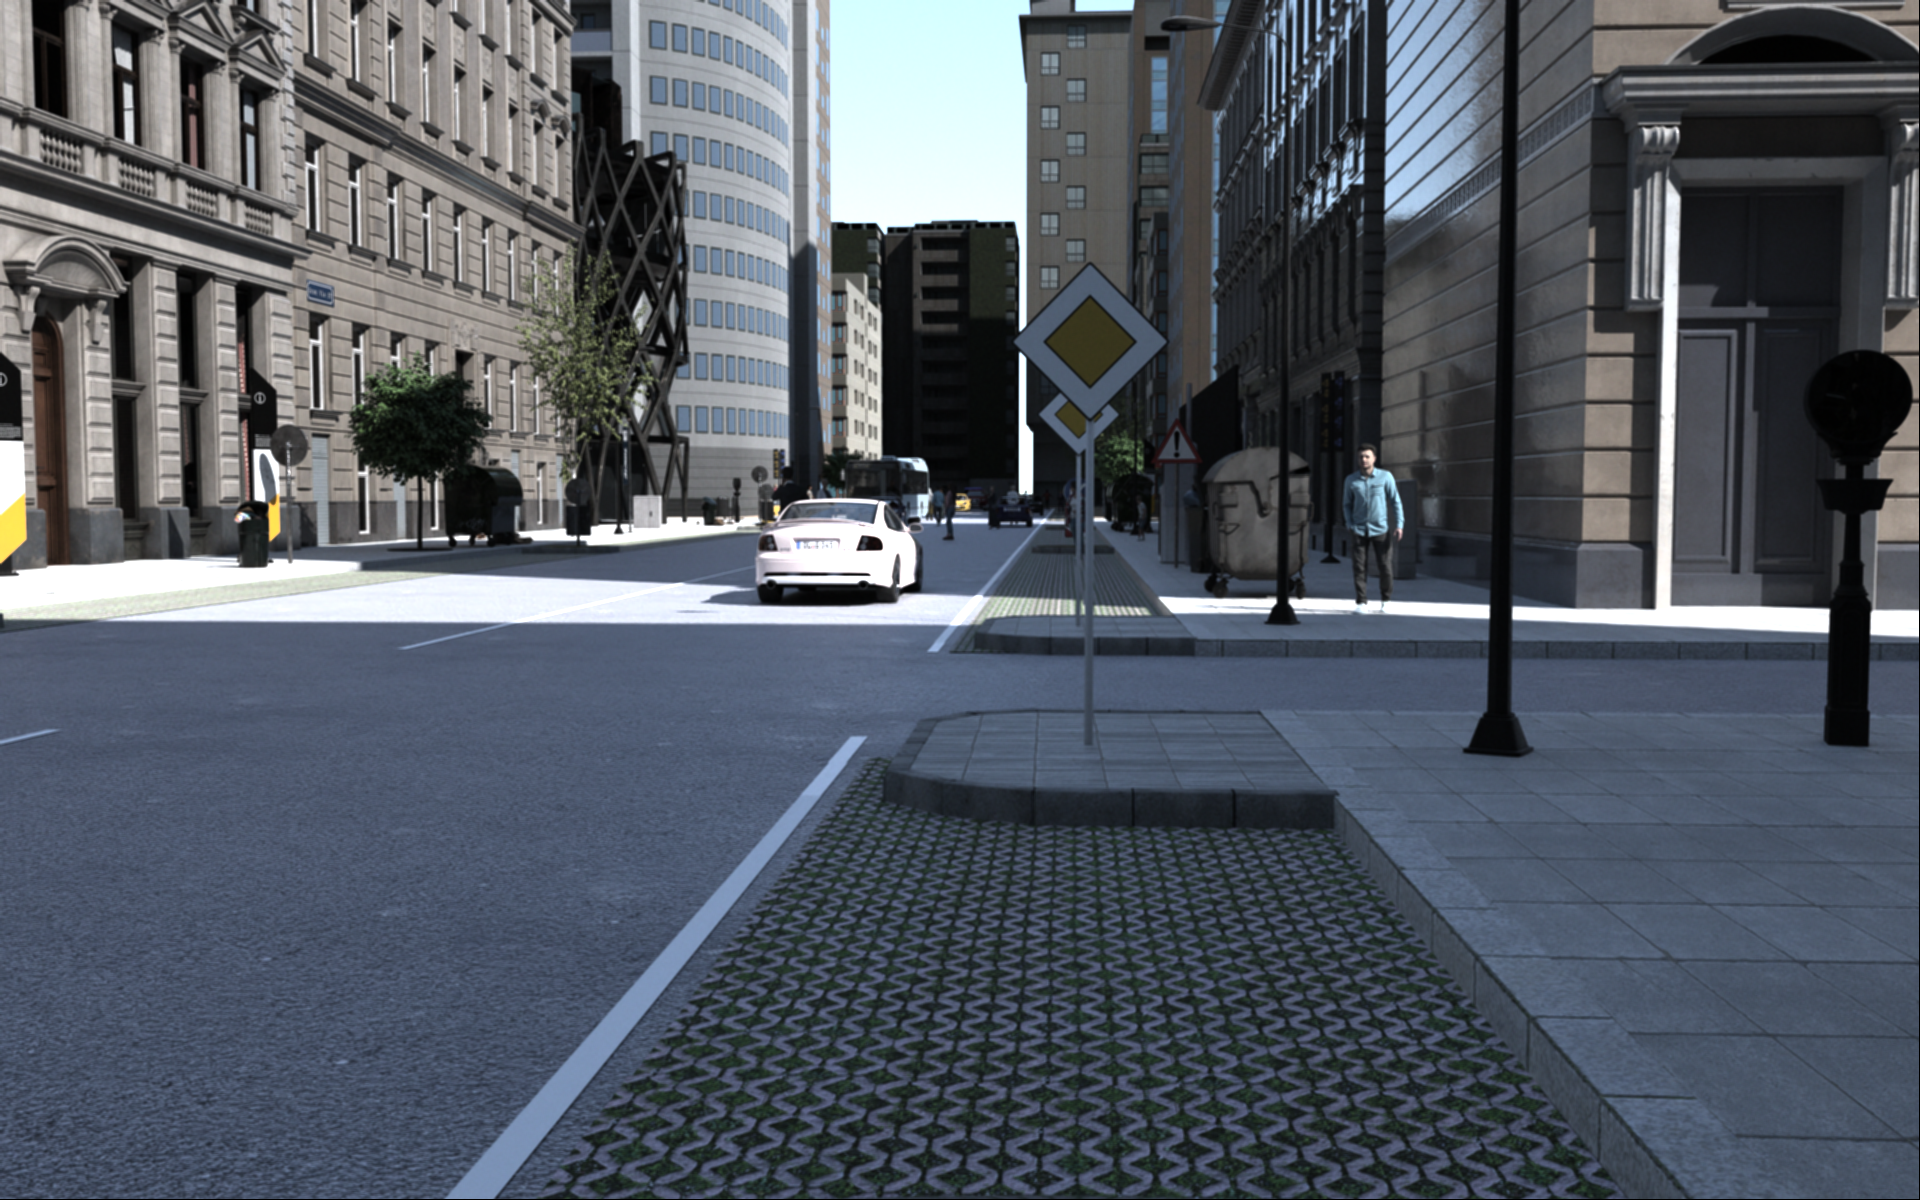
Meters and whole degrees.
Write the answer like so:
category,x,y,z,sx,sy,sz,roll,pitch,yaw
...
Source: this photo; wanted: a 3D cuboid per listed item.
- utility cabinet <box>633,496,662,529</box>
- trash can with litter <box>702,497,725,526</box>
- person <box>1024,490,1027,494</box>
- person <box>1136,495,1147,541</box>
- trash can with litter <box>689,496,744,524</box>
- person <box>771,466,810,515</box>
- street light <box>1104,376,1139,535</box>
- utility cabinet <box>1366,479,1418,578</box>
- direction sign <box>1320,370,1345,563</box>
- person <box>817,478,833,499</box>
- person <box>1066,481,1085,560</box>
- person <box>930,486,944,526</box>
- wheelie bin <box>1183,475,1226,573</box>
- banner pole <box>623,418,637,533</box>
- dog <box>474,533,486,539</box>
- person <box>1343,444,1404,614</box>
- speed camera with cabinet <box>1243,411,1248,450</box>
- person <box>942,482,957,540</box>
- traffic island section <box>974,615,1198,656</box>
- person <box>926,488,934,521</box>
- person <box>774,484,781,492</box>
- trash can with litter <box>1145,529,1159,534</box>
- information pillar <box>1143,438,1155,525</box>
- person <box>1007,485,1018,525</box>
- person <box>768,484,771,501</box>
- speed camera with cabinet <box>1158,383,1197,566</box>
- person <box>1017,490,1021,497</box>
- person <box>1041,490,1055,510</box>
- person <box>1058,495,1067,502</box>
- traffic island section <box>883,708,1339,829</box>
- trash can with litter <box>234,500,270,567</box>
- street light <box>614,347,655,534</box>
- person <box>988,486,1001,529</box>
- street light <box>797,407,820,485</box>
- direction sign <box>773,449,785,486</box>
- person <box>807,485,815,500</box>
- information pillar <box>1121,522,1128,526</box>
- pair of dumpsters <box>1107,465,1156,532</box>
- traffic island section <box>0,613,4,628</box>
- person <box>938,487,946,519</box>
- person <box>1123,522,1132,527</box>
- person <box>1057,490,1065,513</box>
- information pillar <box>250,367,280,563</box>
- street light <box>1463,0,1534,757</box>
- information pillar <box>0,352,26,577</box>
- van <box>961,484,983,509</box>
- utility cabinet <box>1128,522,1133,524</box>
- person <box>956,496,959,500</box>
category,x,y,z,sx,sy,sz,roll,pitch,yaw
utility cabinet,-11.595,-3.246,64.230,1.020,1.237,0.306,1,4,9
trash can with litter,-9.933,-3.590,70.076,1.055,1.170,0.624,2,4,34
person,6.072,-9.194,158.954,0.705,1.807,1.348,-2,4,-34
person,5.000,-2.265,47.758,0.352,1.250,0.332,2,4,26
trash can with litter,-10.452,-3.812,73.377,2.233,1.210,1.678,-1,4,-15
person,-2.877,-1.323,29.493,0.648,1.900,0.474,-3,5,-42
street light,4.928,-4.978,53.935,1.470,5.913,1.316,0,4,4
utility cabinet,6.570,-1.088,26.475,0.318,1.500,1.173,-1,4,-11
direction sign,6.910,-2.459,32.209,0.379,3.537,0.876,-1,4,-15
person,-3.594,-2.270,45.498,0.818,1.842,0.514,1,4,15
person,2.579,-1.737,37.745,0.563,1.720,0.643,3,5,44
person,-0.989,-4.263,78.222,0.660,1.820,0.620,-2,4,-35
wheelie bin,4.067,-1.242,28.218,0.980,1.594,0.693,-1,4,-17
banner pole,-10.938,-4.094,56.946,0.401,3.779,0.863,1,4,9
dog,-13.753,-1.927,49.247,0.550,0.427,0.748,0,4,-3
person,4.462,-0.772,18.690,0.660,1.820,0.620,1,4,20
speed camera with cabinet,7.042,-2.825,40.528,0.660,3.252,2.038,0,4,-7
person,-0.302,-2.795,54.215,0.388,1.821,0.555,1,4,23
traffic island section,1.189,0.334,16.826,2.009,0.180,2.903,0,4,4
person,-1.616,-5.158,93.562,1.217,1.736,0.721,2,4,25
person,-9.612,-5.223,91.419,0.580,1.828,0.573,-1,4,-23
trash can with litter,6.739,-2.777,56.459,2.233,1.210,1.678,3,4,36
information pillar,7.844,-4.929,71.946,0.504,3.616,0.183,0,4,-7
person,2.455,-4.384,80.060,0.514,1.842,0.818,-1,4,-12
person,-9.926,-5.074,89.204,0.583,1.804,0.606,1,4,15
speed camera with cabinet,3.968,-2.288,31.753,0.660,3.252,2.038,0,4,5
person,4.143,-7.109,125.434,1.217,1.736,0.721,-3,4,-37
person,7.909,-9.087,157.007,1.348,1.831,0.705,1,4,14
person,6.778,-6.063,107.653,1.348,1.821,0.705,0,4,0
traffic island section,0.699,0.821,8.856,2.009,0.180,2.903,0,4,4
trash can with litter,-12.489,-1.161,30.370,0.624,1.170,1.055,-2,4,-34
street light,-10.334,-5.042,54.970,1.470,5.913,1.316,0,4,4
person,1.367,-3.799,71.030,0.534,1.772,0.576,-3,5,-44
street light,-8.131,-7.330,92.389,1.470,5.913,1.316,0,4,4
direction sign,-9.123,-5.838,87.442,0.379,3.537,0.876,2,4,32
person,-9.121,-6.084,105.524,0.705,1.824,1.348,1,4,13
information pillar,6.681,-4.027,70.334,0.304,2.012,0.304,1,4,11
pair of dumpsters,5.946,-3.529,60.187,1.574,2.255,4.437,0,4,3
traffic island section,-11.229,0.287,17.592,2.009,0.180,2.903,0,4,4
person,-1.071,-5.507,98.553,0.705,1.822,1.348,2,4,31
person,6.473,-3.752,67.408,0.581,1.822,0.654,-1,4,-12
person,7.008,-6.787,120.384,0.541,1.710,0.530,1,4,14
information pillar,-12.946,-2.501,32.244,0.183,3.616,0.504,3,4,39
street light,2.140,-2.198,8.482,1.470,5.913,1.316,0,4,4
information pillar,-14.869,-2.181,27.011,0.183,3.616,0.504,2,4,30
van,1.271,-9.685,162.726,2.240,2.365,5.245,0,4,3
utility cabinet,7.098,-4.009,74.220,0.318,1.500,1.173,-2,4,-34
person,-0.570,-6.991,123.522,1.217,1.735,0.721,-2,4,-31
